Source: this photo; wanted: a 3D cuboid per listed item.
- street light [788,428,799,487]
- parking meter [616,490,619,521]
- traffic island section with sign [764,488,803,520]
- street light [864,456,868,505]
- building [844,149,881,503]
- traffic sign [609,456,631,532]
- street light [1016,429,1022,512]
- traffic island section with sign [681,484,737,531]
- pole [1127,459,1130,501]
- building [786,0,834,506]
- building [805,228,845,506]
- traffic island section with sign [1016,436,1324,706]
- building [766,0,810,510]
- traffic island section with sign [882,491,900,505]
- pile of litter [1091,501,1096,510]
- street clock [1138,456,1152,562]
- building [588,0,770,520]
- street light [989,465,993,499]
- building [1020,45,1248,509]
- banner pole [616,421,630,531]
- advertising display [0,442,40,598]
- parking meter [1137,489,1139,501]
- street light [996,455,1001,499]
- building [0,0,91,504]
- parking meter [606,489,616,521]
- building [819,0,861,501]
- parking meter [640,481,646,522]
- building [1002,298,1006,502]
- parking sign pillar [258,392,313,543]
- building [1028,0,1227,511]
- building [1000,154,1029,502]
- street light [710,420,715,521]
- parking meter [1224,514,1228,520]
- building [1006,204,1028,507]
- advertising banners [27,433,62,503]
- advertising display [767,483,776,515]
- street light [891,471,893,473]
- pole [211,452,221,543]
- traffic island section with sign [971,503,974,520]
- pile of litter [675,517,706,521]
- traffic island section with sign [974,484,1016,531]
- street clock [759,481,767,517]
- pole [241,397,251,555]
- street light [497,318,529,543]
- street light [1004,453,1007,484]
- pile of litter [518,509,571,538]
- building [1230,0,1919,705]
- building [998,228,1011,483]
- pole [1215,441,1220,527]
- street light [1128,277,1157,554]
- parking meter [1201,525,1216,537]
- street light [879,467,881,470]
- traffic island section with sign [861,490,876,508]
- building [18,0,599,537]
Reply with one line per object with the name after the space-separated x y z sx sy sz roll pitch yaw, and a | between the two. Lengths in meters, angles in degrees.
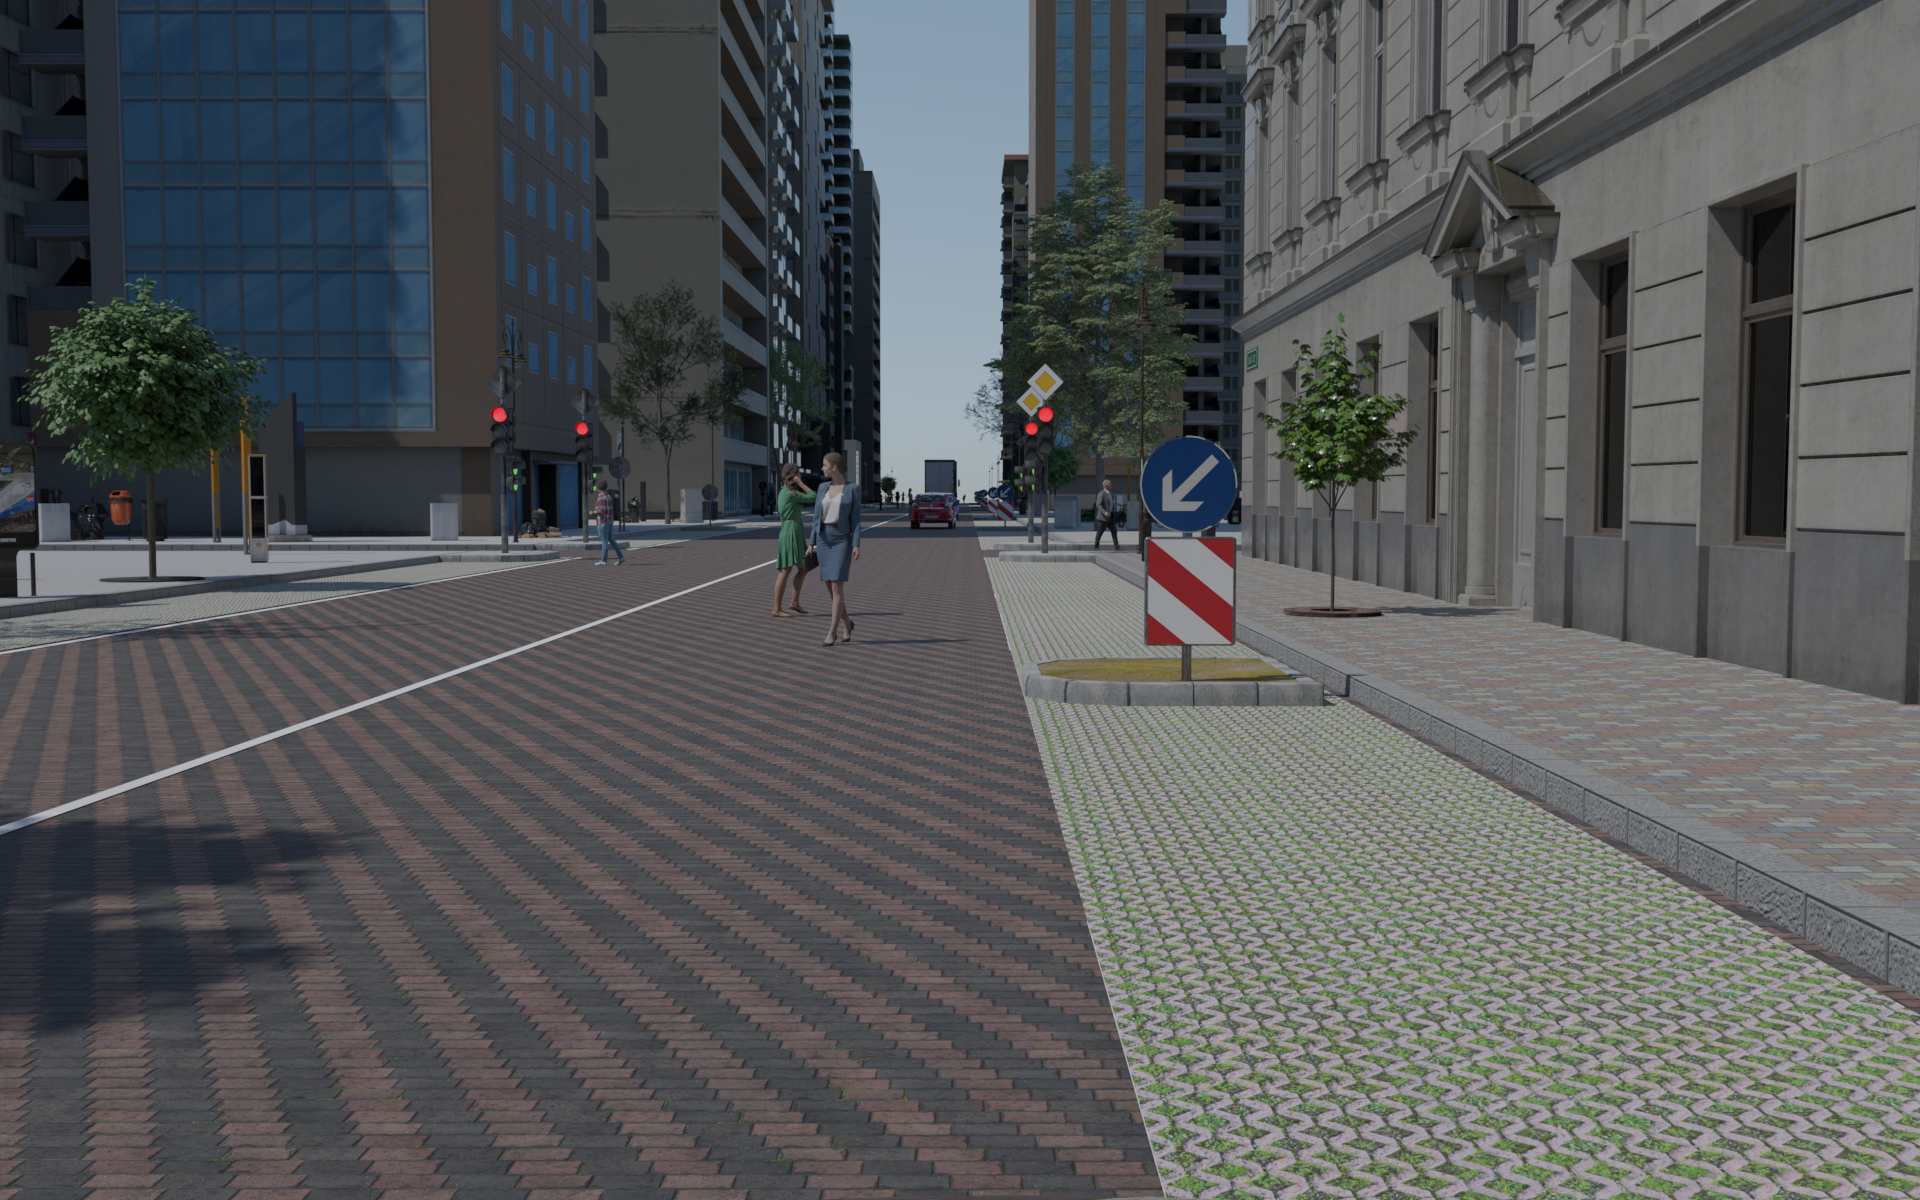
-11.615 -8.962 119.323 0.468 5.910 1.993 0 4 0 | street light
-16.360 -4.530 82.469 0.372 1.533 0.369 0 3 0 | parking meter
-9.686 -5.308 95.409 1.989 1.847 2.006 0 4 0 | traffic island section with sign
-11.173 -14.266 206.038 0.468 5.910 1.993 0 4 0 | street light
-22.474 -38.075 246.228 21.300 48.544 21.600 0 4 0 | building
-11.502 -3.574 58.545 0.768 2.556 0.104 0 4 4 | traffic sign
4.221 -9.184 122.951 0.468 5.910 1.993 0 4 0 | street light
-9.782 -3.617 67.771 1.989 1.847 2.006 0 4 0 | traffic island section with sign
9.929 -6.606 101.844 0.158 3.312 0.155 0 3 0 | pole
-27.024 -35.154 164.009 28.713 52.752 27.495 0 4 0 | building
-19.944 -25.381 186.677 14.160 30.474 14.107 0 4 0 | building
1.454 -0.240 12.555 1.989 1.847 2.006 0 4 0 | traffic island section with sign
-24.425 -31.532 135.155 23.786 49.044 30.456 0 4 0 | building
-9.229 -13.364 227.133 1.989 1.847 2.006 0 4 0 | traffic island section with sign
8.996 -5.926 110.848 1.176 0.858 1.719 3 4 37 | pile of litter
3.557 -1.736 32.948 0.358 2.002 0.471 0 4 2 | street clock
-22.438 -28.834 95.130 21.300 48.544 21.600 0 4 0 | building
4.762 -18.749 279.327 0.468 5.910 1.993 0 4 0 | street light
21.651 -28.286 154.354 32.217 40.220 23.993 0 4 0 | building
-11.583 -4.231 59.201 0.401 3.779 0.863 1 4 9 | banner pole
-11.875 -0.990 21.399 0.123 1.923 0.974 2 4 29 | advertising display
8.605 -4.524 82.384 0.372 1.533 0.369 0 3 0 | parking meter
4.462 -14.239 205.590 0.468 5.910 1.993 0 4 0 | street light
-36.255 -22.557 52.399 14.086 41.232 14.154 0 4 0 | building
-16.642 -4.504 82.048 0.372 1.533 0.369 0 3 0 | parking meter
-23.487 -55.422 218.822 22.319 86.520 31.000 0 4 0 | building
-14.712 -4.569 80.418 0.255 1.863 0.399 0 4 -6 | parking meter
12.940 -28.798 242.553 14.160 30.474 14.107 0 4 0 | building
-18.168 -3.546 46.447 1.447 3.967 1.447 2 4 27 | parking sign pillar
12.480 -29.645 134.813 14.600 45.320 14.200 0 4 0 | building
16.248 -34.568 219.816 22.147 44.769 28.867 0 4 0 | building
-11.780 -6.710 82.494 0.468 5.910 1.993 0 4 0 | street light
13.026 -4.633 84.166 0.372 1.533 0.369 0 3 0 | parking meter
12.211 -24.632 174.433 14.160 30.474 14.107 0 4 0 | building
-26.585 -3.311 50.320 0.090 3.025 2.074 0 4 -4 | advertising banners
-11.410 -6.096 104.889 0.123 1.923 0.974 -2 4 -33 | advertising display
-10.990 -18.783 279.885 0.468 5.910 1.993 0 4 0 | street light
-19.605 -3.166 45.603 0.158 3.312 0.155 0 3 0 | pole
1.729 -5.265 94.710 1.989 1.847 2.006 0 4 0 | traffic island section with sign
-13.071 -4.278 83.905 1.176 0.858 1.719 -3 5 -39 | pile of litter
1.630 -3.577 67.119 1.989 1.847 2.006 0 4 0 | traffic island section with sign
-11.246 -5.763 98.803 0.358 2.002 0.471 2 4 29 | street clock
-15.067 -2.614 36.585 0.158 3.312 0.155 0 3 0 | pole
-11.756 -4.457 45.665 0.468 5.910 1.993 0 4 0 | street light
4.238 -11.437 159.780 0.468 5.910 1.993 0 4 0 | street light
-12.197 -2.251 50.762 1.719 0.858 1.176 -2 4 -23 | pile of litter
13.681 -14.521 13.840 17.030 29.872 44.131 0 4 0 | building
17.675 -39.425 264.210 23.786 49.044 30.456 0 4 0 | building
9.975 -4.488 67.227 0.158 3.312 0.155 0 3 0 | pole
3.884 -3.926 36.980 0.468 5.910 1.993 0 4 0 | street light
6.987 -2.625 48.628 0.399 1.863 0.255 -3 4 -37 | parking meter
-11.219 -16.519 242.868 0.468 5.910 1.993 0 4 0 | street light
-9.409 -10.001 172.151 1.989 1.847 2.006 0 4 0 | traffic island section with sign
-20.630 -24.917 57.503 14.600 45.320 14.200 0 4 0 | building
